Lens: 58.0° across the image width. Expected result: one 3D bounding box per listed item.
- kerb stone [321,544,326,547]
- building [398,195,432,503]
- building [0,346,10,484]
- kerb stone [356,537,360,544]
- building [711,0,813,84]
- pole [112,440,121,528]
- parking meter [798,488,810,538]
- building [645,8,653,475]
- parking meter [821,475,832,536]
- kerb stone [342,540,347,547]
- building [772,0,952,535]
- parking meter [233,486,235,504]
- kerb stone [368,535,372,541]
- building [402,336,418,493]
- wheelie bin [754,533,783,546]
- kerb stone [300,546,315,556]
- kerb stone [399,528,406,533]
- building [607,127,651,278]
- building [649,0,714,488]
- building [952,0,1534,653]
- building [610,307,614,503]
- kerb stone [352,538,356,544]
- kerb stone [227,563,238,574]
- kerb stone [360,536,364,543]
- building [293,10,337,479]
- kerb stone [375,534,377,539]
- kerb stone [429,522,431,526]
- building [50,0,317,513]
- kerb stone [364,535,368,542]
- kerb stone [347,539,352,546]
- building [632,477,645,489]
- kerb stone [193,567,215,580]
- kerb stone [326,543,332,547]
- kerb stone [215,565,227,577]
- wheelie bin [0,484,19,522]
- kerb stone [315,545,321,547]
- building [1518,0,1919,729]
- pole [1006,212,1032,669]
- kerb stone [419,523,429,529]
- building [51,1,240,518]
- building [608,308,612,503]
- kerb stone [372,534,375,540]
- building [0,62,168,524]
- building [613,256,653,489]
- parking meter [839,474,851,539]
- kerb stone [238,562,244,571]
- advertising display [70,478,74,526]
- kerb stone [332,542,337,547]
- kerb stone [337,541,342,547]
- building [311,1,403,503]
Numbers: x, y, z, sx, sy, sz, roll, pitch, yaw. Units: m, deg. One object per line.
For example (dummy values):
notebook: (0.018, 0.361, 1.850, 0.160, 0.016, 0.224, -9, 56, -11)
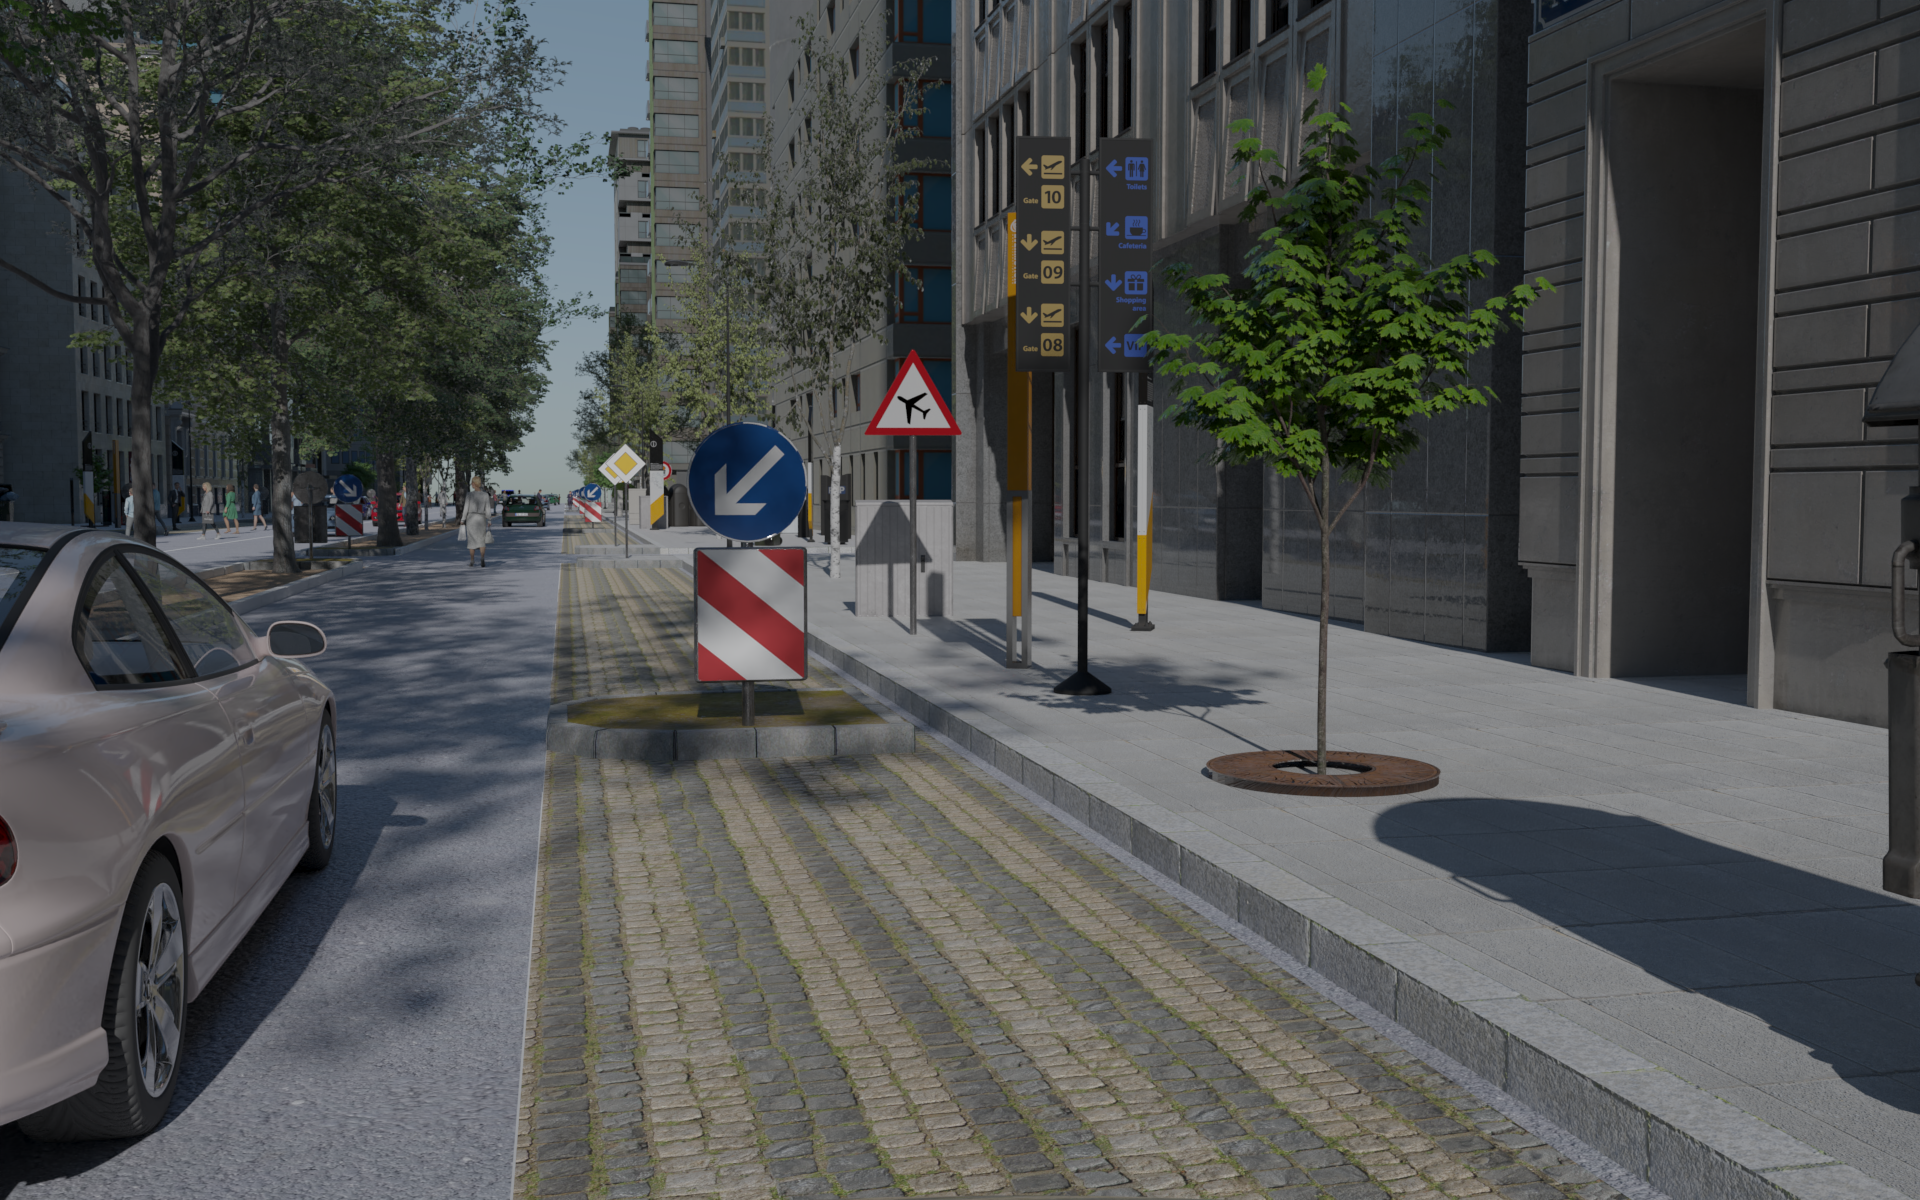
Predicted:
kerb stone: (-15.783, -1.248, 42.599, 0.120, 0.150, 1.000, -1, 4, -13)
building: (-85.923, -37.018, 255.346, 14.600, 45.320, 14.200, -1, 4, -13)
building: (-41.502, -14.411, 54.707, 14.460, 24.649, 34.723, -1, 4, -13)
kerb stone: (-17.371, -1.675, 49.606, 0.120, 0.150, 1.000, -1, 4, -13)
building: (-2.577, -25.453, 108.039, 32.217, 40.220, 23.993, -1, 4, -13)
pole: (-31.809, -4.372, 65.326, 0.158, 3.312, 0.155, 0, 3, 0)
parking meter: (-4.597, -2.606, 51.024, 0.372, 1.533, 0.369, 0, 3, 0)
building: (-15.716, -32.524, 151.368, 23.786, 49.044, 30.456, -1, 4, -13)
parking meter: (-4.112, -2.928, 53.578, 0.255, 1.863, 0.399, 2, 4, 29)
kerb stone: (-16.694, -1.493, 46.601, 0.120, 0.150, 1.000, -1, 4, -13)
building: (9.217, -13.349, 63.298, 28.899, 21.520, 27.650, -1, 4, -13)
parking meter: (-43.280, -5.944, 102.889, 0.255, 1.863, 0.399, 3, 5, 43)
kerb stone: (-18.059, -1.860, 52.606, 0.120, 0.150, 1.000, -1, 4, -13)
building: (-79.579, -27.921, 228.216, 14.160, 30.474, 14.107, -1, 4, -13)
wheelie bin: (-4.807, -2.140, 42.904, 0.693, 1.594, 0.980, 1, 4, 17)
kerb stone: (-15.322, -1.126, 40.598, 0.120, 0.150, 1.000, -1, 4, -13)
kerb stone: (-20.787, -2.590, 64.594, 0.120, 0.150, 1.000, -1, 4, -13)
building: (-35.244, -40.269, 247.640, 28.713, 52.752, 27.495, -1, 4, -13)
building: (-15.927, -27.227, 128.763, 14.154, 41.232, 14.086, -1, 4, -13)
building: (7.901, -12.611, 24.220, 12.078, 24.808, 19.932, -1, 4, -13)
building: (-37.822, -27.791, 226.091, 14.160, 30.474, 14.107, -1, 4, -13)
kerb stone: (-17.155, -1.615, 48.602, 0.120, 0.150, 1.000, -1, 4, -13)
kerb stone: (-13.143, -0.539, 31.056, 0.120, 0.150, 1.000, -1, 4, -13)
kerb stone: (-17.602, -1.736, 50.607, 0.120, 0.150, 1.000, -1, 4, -13)
building: (-67.745, -30.429, 152.138, 22.147, 44.769, 28.867, -1, 4, -13)
kerb stone: (-18.509, -1.982, 54.603, 0.120, 0.150, 1.000, -1, 4, -13)
kerb stone: (-23.284, -3.262, 75.584, 0.120, 0.150, 1.000, -1, 4, -13)
building: (-60.006, -30.813, 123.401, 23.786, 49.044, 30.456, -1, 4, -13)
kerb stone: (-17.827, -1.799, 51.604, 0.120, 0.150, 1.000, -1, 4, -13)
kerb stone: (-16.911, -1.552, 47.600, 0.120, 0.150, 1.000, -1, 4, -13)
building: (-17.613, -29.833, 179.657, 32.217, 40.220, 23.993, -1, 4, -13)
kerb stone: (-12.697, -0.419, 29.054, 0.120, 0.150, 1.000, -1, 4, -13)
kerb stone: (-16.005, -1.309, 43.607, 0.120, 0.150, 1.000, -1, 4, -13)
kerb stone: (-12.926, -0.479, 30.057, 0.120, 0.150, 1.000, -1, 4, -13)
wheelie bin: (-29.117, -2.735, 52.620, 0.980, 1.594, 0.693, -1, 4, -17)
kerb stone: (-15.548, -1.187, 41.604, 0.120, 0.150, 1.000, -1, 4, -13)
building: (11.252, -10.258, 3.870, 11.583, 22.565, 21.152, -1, 4, -13)
pole: (0.436, -1.153, 12.687, 0.158, 3.312, 0.155, 0, 3, 0)
kerb stone: (-23.067, -3.200, 74.585, 0.120, 0.150, 1.000, -1, 4, -13)
building: (-50.079, -19.169, 99.322, 13.634, 28.700, 20.117, -1, 4, -13)
building: (-46.929, -30.297, 267.057, 14.160, 30.474, 14.107, -1, 4, -13)
kerb stone: (-18.291, -1.921, 53.602, 0.120, 0.150, 1.000, -1, 4, -13)
building: (-44.832, -13.841, 81.055, 10.420, 20.320, 16.860, -1, 4, -13)
building: (-34.641, -26.952, 212.373, 14.160, 30.474, 14.107, -1, 4, -13)
parking meter: (-3.320, -2.671, 49.388, 0.399, 1.863, 0.255, 2, 4, 24)
kerb stone: (-13.384, -0.602, 32.050, 0.120, 0.150, 1.000, -1, 4, -13)
advertising display: (-35.459, -3.912, 69.172, 0.123, 1.923, 0.974, -2, 4, -27)
kerb stone: (-16.236, -1.366, 44.609, 0.120, 0.150, 1.000, -1, 4, -13)
kerb stone: (-16.468, -1.428, 45.604, 0.120, 0.150, 1.000, -1, 4, -13)
building: (-78.920, -40.589, 205.628, 21.231, 58.520, 28.212, -1, 4, -13)
